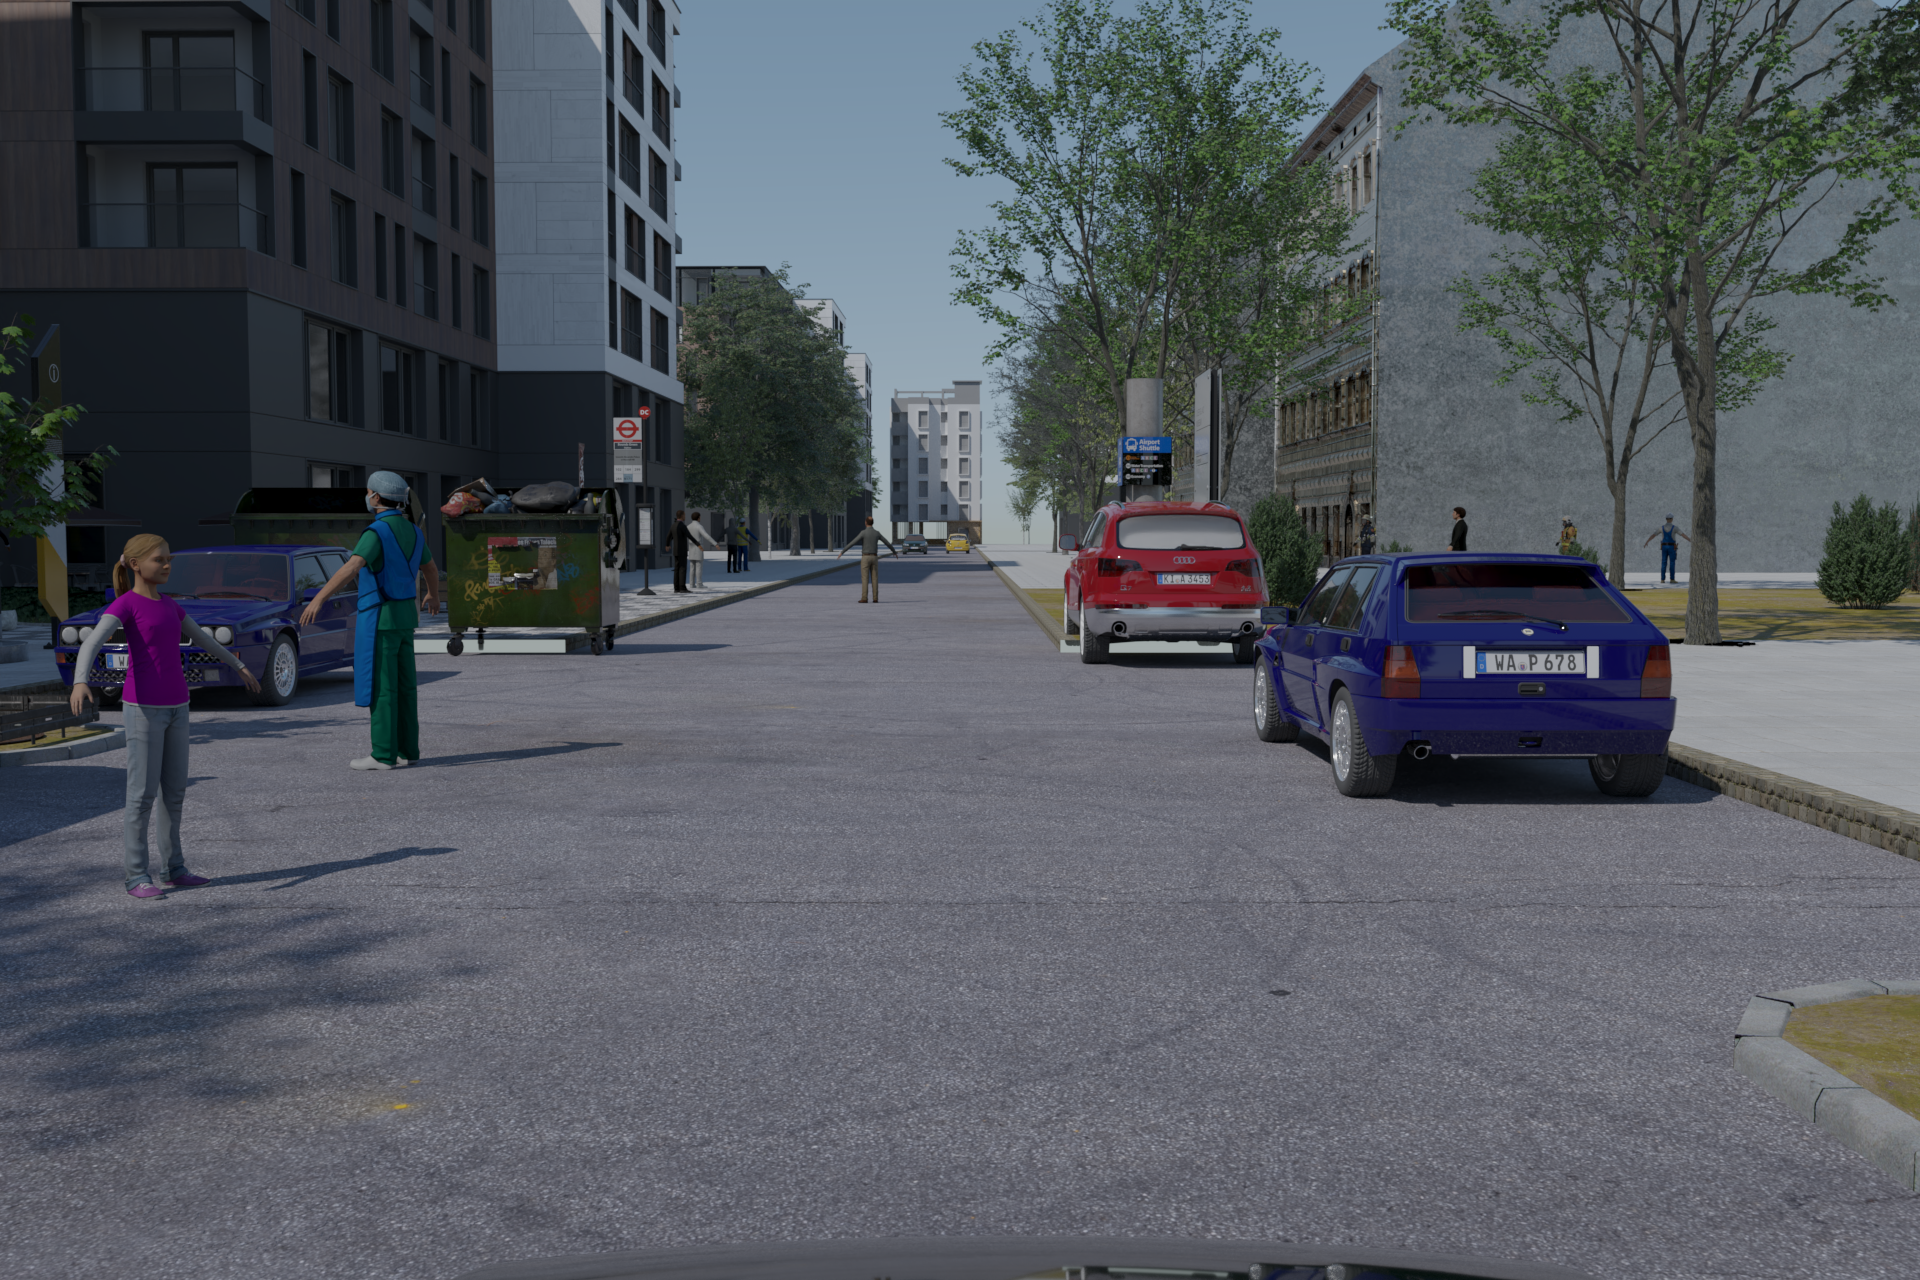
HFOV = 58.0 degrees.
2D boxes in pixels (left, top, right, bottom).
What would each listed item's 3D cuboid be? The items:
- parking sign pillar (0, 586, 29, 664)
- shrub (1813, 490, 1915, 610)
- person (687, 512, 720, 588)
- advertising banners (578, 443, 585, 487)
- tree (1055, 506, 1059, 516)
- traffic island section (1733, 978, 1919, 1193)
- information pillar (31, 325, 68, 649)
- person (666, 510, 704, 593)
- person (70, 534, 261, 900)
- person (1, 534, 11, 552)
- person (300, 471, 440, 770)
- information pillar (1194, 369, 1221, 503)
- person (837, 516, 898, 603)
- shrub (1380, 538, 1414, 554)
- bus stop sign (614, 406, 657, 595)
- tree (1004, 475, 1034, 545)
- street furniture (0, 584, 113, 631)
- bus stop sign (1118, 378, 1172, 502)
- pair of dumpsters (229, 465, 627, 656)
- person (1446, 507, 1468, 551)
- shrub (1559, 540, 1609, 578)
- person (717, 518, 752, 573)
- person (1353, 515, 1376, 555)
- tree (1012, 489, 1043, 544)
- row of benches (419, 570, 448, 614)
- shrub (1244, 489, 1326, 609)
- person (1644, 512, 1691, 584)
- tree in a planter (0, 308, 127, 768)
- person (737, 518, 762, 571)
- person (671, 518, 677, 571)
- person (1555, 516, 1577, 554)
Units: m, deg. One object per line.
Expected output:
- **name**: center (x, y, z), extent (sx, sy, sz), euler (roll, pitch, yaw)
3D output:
- **parking sign pillar**: center (-10.136, -1.758, 17.210), extent (1.447, 3.967, 1.447), euler (0, 3, 0)
- **shrub**: center (15.419, -1.536, 29.527), extent (1.690, 2.028, 1.600), euler (0, 3, 0)
- **person**: center (-6.237, -2.137, 41.125), extent (1.347, 1.806, 0.705), euler (3, 4, 38)
- **advertising banners**: center (-7.281, -2.230, 32.655), extent (0.090, 3.025, 2.074), euler (0, 3, 0)
- **tree**: center (14.418, -16.333, 217.409), extent (4.360, 8.622, 3.978), euler (0, 3, 0)
- **traffic island section**: center (3.069, 1.138, 4.262), extent (1.991, 0.108, 1.994), euler (0, 4, 0)
- **information pillar**: center (-10.105, -1.706, 19.240), extent (0.183, 3.616, 0.504), euler (0, 4, 0)
- **person**: center (-6.047, -1.922, 37.655), extent (0.704, 1.802, 1.346), euler (-3, 5, -43)
- **person**: center (-3.153, 0.296, 6.889), extent (0.599, 1.433, 0.991), euler (1, 4, 17)
- **person**: center (-20.004, -1.763, 35.552), extent (0.721, 1.740, 1.216), euler (1, 4, 20)
- **person**: center (-3.534, -0.125, 10.633), extent (0.704, 1.817, 1.347), euler (1, 4, 16)
- **information pillar**: center (3.626, -2.087, 25.443), extent (0.184, 3.620, 1.656), euler (0, 4, 1)
- **person**: center (-1.885, -1.666, 35.973), extent (1.348, 1.796, 0.705), euler (-2, 4, -24)
- **shrub**: center (8.337, -1.344, 33.094), extent (1.383, 1.207, 1.383), euler (0, 3, 0)
- **bus stop sign**: center (-6.806, -2.910, 36.281), extent (0.855, 3.939, 0.416), euler (0, 4, -1)
- **tree**: center (8.065, -16.031, 212.466), extent (4.360, 8.622, 3.978), euler (0, 3, 0)
- **street furniture**: center (-14.528, -0.512, 23.997), extent (5.734, 0.657, 10.072), euler (1, 4, 8)
- **bus stop sign**: center (3.149, -2.482, 29.590), extent (0.837, 3.901, 0.837), euler (0, 3, 0)
- **pair of dumpsters**: center (-6.319, -0.966, 20.746), extent (4.436, 2.255, 1.574), euler (0, 4, 0)
- **person**: center (9.623, -1.672, 33.529), extent (0.705, 1.806, 1.347), euler (2, 4, 24)
- **shrub**: center (9.930, -1.025, 27.868), extent (1.383, 1.207, 1.383), euler (0, 3, 0)
- **person**: center (-7.476, -3.110, 56.978), extent (1.348, 1.813, 0.705), euler (2, 4, 25)
- **person**: center (12.091, -2.805, 51.641), extent (0.705, 1.856, 1.354), euler (-1, 4, -11)
- **tree**: center (8.488, -16.410, 218.669), extent (4.737, 8.622, 4.395), euler (0, 3, 0)
- **row of benches**: center (-9.099, -0.862, 29.562), extent (1.422, 0.672, 4.104), euler (-2, 4, -28)
- **shrub**: center (5.226, -1.482, 28.651), extent (1.690, 2.028, 1.600), euler (0, 3, 0)
- **person**: center (18.442, -2.396, 45.038), extent (1.347, 1.847, 0.705), euler (3, 5, 40)
- **tree in a planter**: center (-6.634, -0.863, 11.330), extent (1.991, 3.239, 1.994), euler (0, 4, 1)
- **person**: center (-7.458, -3.280, 59.593), extent (1.349, 1.833, 0.705), euler (2, 4, 24)
- **person**: center (-9.762, -3.293, 59.779), extent (0.705, 1.837, 1.347), euler (-2, 4, -32)
- **person**: center (18.880, -2.945, 53.914), extent (0.705, 1.858, 1.354), euler (0, 3, 0)
